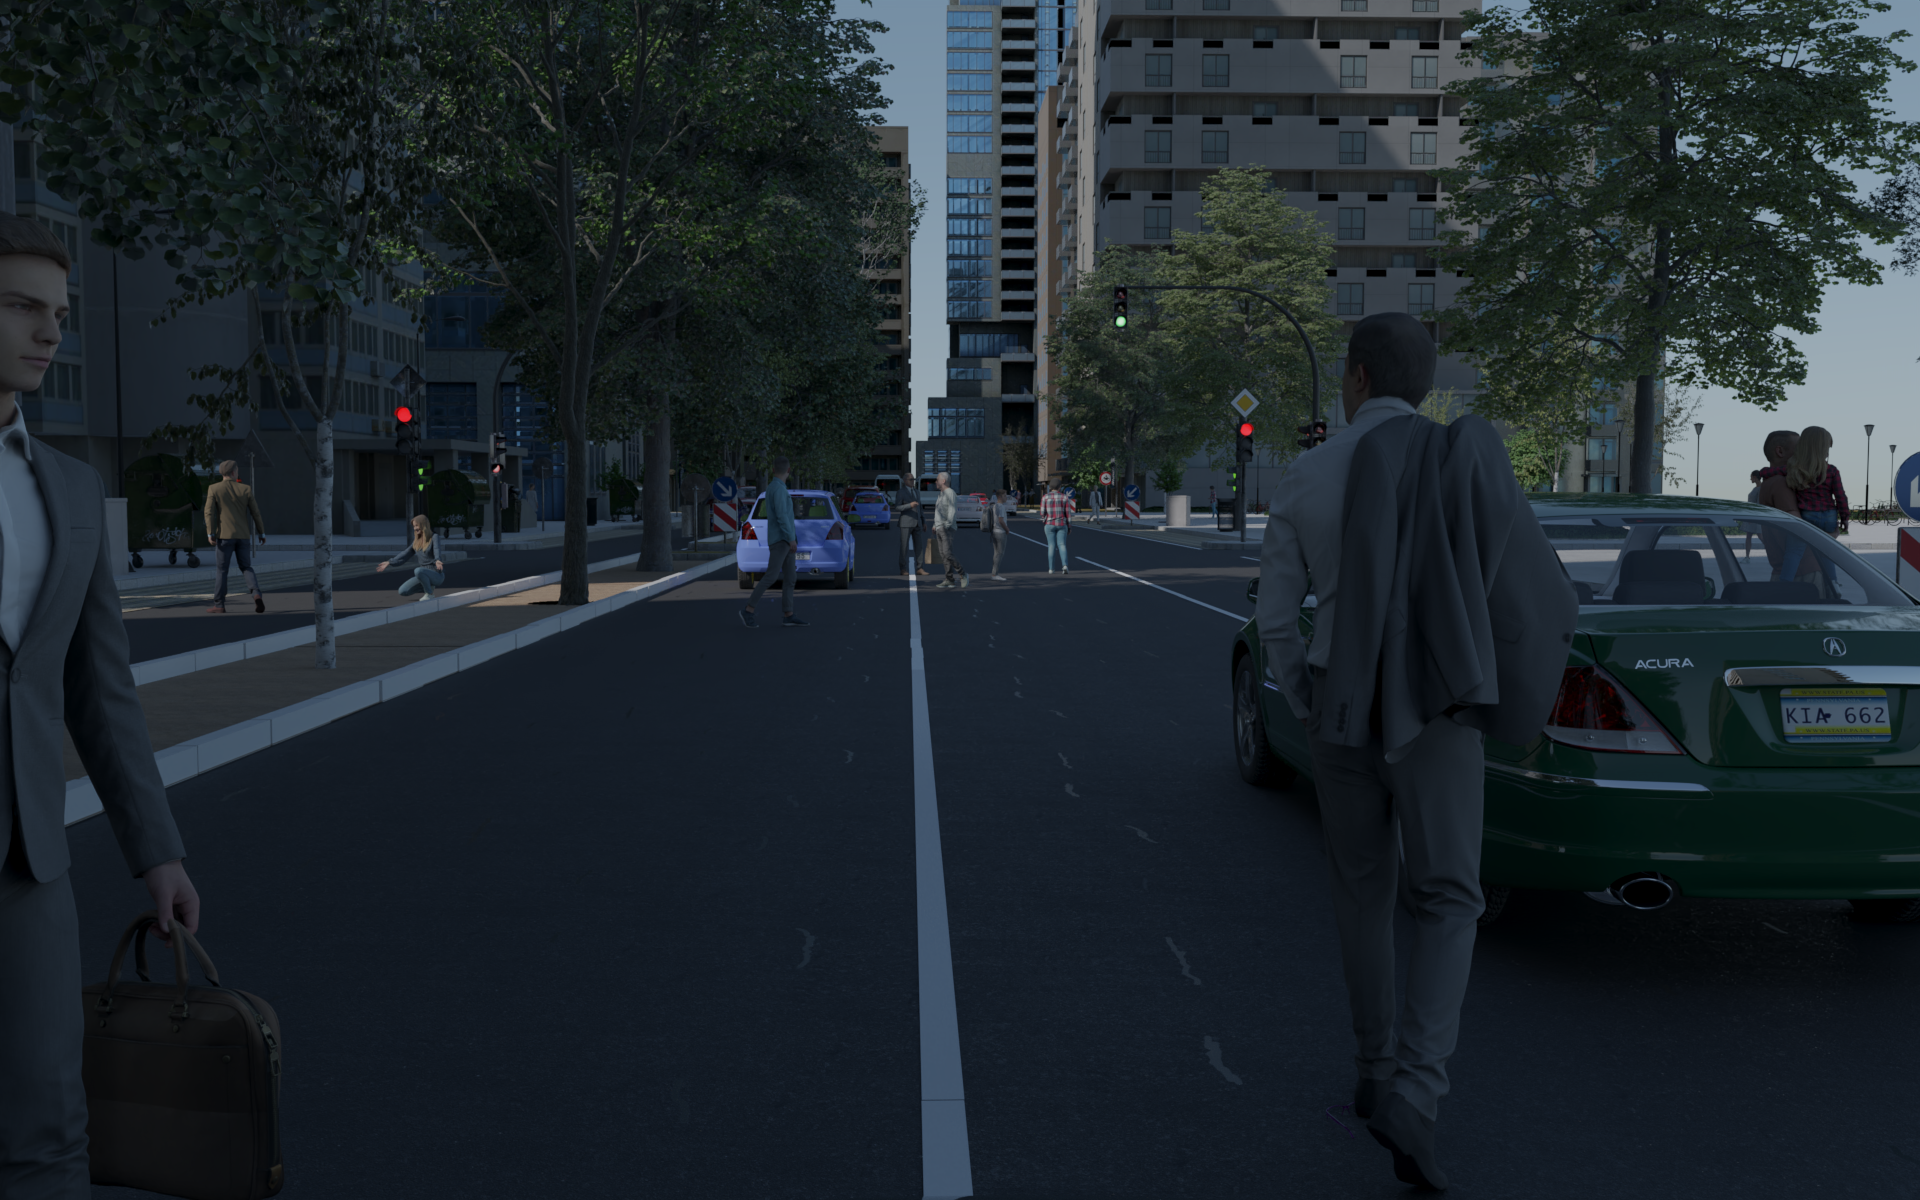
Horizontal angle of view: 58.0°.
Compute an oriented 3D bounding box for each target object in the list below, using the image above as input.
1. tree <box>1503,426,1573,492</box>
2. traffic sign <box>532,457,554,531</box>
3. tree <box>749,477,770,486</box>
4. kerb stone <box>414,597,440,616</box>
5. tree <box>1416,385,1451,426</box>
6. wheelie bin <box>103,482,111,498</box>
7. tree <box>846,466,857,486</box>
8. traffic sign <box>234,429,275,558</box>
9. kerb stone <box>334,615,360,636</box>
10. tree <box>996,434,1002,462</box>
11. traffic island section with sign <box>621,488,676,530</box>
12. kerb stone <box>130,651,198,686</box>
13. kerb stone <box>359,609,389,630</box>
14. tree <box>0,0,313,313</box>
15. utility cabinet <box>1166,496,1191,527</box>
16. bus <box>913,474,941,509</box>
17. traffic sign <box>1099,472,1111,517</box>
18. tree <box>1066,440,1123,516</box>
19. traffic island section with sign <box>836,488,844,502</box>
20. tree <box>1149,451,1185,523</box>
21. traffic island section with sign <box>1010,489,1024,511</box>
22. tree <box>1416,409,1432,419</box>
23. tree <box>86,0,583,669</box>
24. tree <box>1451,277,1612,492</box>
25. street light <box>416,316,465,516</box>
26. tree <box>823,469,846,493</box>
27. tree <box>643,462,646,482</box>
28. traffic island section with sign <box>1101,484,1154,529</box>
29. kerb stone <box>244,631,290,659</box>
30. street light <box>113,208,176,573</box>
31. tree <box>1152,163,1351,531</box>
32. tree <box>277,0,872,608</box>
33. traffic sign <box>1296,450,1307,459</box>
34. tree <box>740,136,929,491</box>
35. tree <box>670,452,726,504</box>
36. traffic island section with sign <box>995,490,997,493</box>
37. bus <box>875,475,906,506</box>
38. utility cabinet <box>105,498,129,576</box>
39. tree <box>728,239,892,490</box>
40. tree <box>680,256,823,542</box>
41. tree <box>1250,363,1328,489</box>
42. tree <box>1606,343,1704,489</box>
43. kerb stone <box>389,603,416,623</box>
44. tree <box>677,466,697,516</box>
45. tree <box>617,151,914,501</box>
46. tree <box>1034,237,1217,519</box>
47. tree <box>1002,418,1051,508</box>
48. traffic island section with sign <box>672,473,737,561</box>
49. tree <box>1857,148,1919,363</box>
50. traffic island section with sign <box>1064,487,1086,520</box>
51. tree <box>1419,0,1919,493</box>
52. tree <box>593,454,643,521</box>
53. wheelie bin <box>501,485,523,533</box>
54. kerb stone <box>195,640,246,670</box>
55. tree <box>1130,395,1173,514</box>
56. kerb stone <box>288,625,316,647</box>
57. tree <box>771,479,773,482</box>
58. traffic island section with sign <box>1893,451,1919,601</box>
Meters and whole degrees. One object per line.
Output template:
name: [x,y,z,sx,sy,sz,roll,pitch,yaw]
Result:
tree: [25.677,-5.738,77.529,4.285,4.588,4.351,0,3,0]
traffic sign: [-14.351,-3.637,59.568,0.768,2.556,0.104,0,4,6]
tree: [-18.366,-9.958,157.409,1.663,3.219,1.824,0,3,0]
kerb stone: [-6.401,0.099,20.574,0.120,0.150,1.000,0,4,-2]
tree: [32.732,-10.170,116.637,4.737,8.622,4.395,0,3,0]
wheelie bin: [-22.393,-2.250,44.700,0.693,1.594,0.980,3,4,37]
tree: [-7.838,-9.357,105.811,4.737,8.622,4.395,0,3,0]
traffic sign: [-14.194,-2.125,34.751,0.884,2.594,0.081,0,4,1]
kerb stone: [-6.306,0.290,17.504,0.120,0.150,1.000,0,4,-2]
tree: [5.710,-14.161,181.890,4.360,8.622,3.978,0,3,0]
traffic island section with sign: [-12.583,-3.763,70.151,1.989,1.847,2.006,0,4,-2]
kerb stone: [-6.187,0.539,13.404,0.120,0.150,1.000,0,4,-2]
kerb stone: [-6.347,0.224,18.526,0.120,0.150,1.000,0,4,-2]
tree: [-4.645,-5.894,5.479,9.857,13.997,8.962,0,3,0]
utility cabinet: [8.681,-3.531,68.890,1.020,1.237,0.306,3,5,44]
bus: [-2.926,-10.517,166.809,2.948,3.499,13.247,0,4,-3]
traffic sign: [8.278,-5.998,98.169,0.768,2.556,0.104,0,4,-1]
tree: [7.900,-7.322,103.428,4.285,4.588,4.351,0,3,0]
traffic island section with sign: [-8.360,-6.870,120.467,2.006,1.907,1.989,0,4,-2]
tree: [9.272,-5.080,77.661,1.663,3.219,1.824,0,3,0]
traffic island section with sign: [4.473,-8.568,148.706,1.989,1.847,2.006,0,4,-2]
tree: [28.092,-9.747,109.729,4.360,8.622,3.978,0,3,0]
tree: [-5.212,-3.750,14.139,4.360,8.622,3.978,0,3,0]
tree: [19.992,-6.616,58.528,4.737,8.622,4.395,0,3,0]
street light: [-13.623,-4.455,45.385,1.470,5.913,1.316,0,4,-2]
tree: [-6.473,-6.675,61.954,4.737,8.622,4.395,0,3,0]
tree: [-16.779,-5.995,92.613,1.663,3.219,1.824,0,3,0]
traffic island section with sign: [6.815,-3.796,70.699,1.989,1.847,2.006,0,4,-2]
kerb stone: [-6.241,0.415,15.454,0.120,0.150,1.000,0,4,-2]
street light: [-13.164,-3.405,28.216,1.470,5.913,1.316,0,4,-2]
tree: [10.102,-8.684,60.115,7.486,12.596,7.792,0,3,0]
tree: [-4.860,-5.729,21.876,9.928,11.665,9.643,0,3,0]
traffic sign: [9.934,-3.016,49.410,0.768,2.556,0.104,0,4,3]
tree: [-8.378,-14.046,88.005,12.611,20.169,13.585,0,3,0]
tree: [-16.137,-7.507,106.458,4.285,4.588,4.351,0,3,0]
traffic island section with sign: [3.636,-10.282,176.734,1.989,1.847,2.006,0,4,-2]
bus: [-6.974,-10.949,173.882,2.948,3.499,13.247,0,4,0]
utility cabinet: [-13.478,-0.970,27.021,0.306,1.237,1.020,1,4,17]
tree: [-6.906,-9.528,76.369,7.486,12.596,7.792,0,3,0]
tree: [-6.168,-5.787,47.436,4.737,8.622,4.395,0,3,0]
tree: [17.235,-8.599,90.956,4.737,8.622,4.395,0,3,0]
tree: [30.906,-7.782,77.595,4.360,8.622,3.978,0,3,0]
kerb stone: [-6.368,0.166,19.551,0.120,0.150,1.000,0,4,-2]
tree: [-16.051,-6.655,103.412,1.663,3.219,1.824,0,3,0]
tree: [-6.275,-8.263,54.572,9.611,12.733,9.660,0,3,0]
tree: [8.638,-11.048,87.284,9.857,13.997,8.962,0,3,0]
tree: [6.496,-13.125,164.963,4.360,8.622,3.978,0,3,0]
traffic island section with sign: [-5.873,-1.824,37.958,2.006,1.907,1.989,0,4,-2]
tree: [21.292,-5.933,31.411,8.767,10.594,7.601,0,4,1]
traffic island section with sign: [6.009,-5.444,97.642,1.989,1.847,2.006,0,4,-2]
tree: [11.618,-6.724,28.060,7.486,12.596,7.792,0,3,0]
tree: [-16.444,-5.385,82.651,1.663,3.219,1.824,0,3,0]
wheelie bin: [-14.917,-3.036,57.540,0.693,1.594,0.980,0,4,3]
kerb stone: [-6.221,0.475,14.426,0.120,0.150,1.000,0,4,-2]
tree: [13.097,-9.913,112.446,4.360,8.622,3.978,0,3,0]
kerb stone: [-6.284,0.353,16.483,0.120,0.150,1.000,0,4,-2]
tree: [-18.881,-10.924,173.202,1.663,3.219,1.824,0,3,0]
traffic island section with sign: [8.475,-0.459,16.133,1.989,1.847,2.006,0,4,-2]
